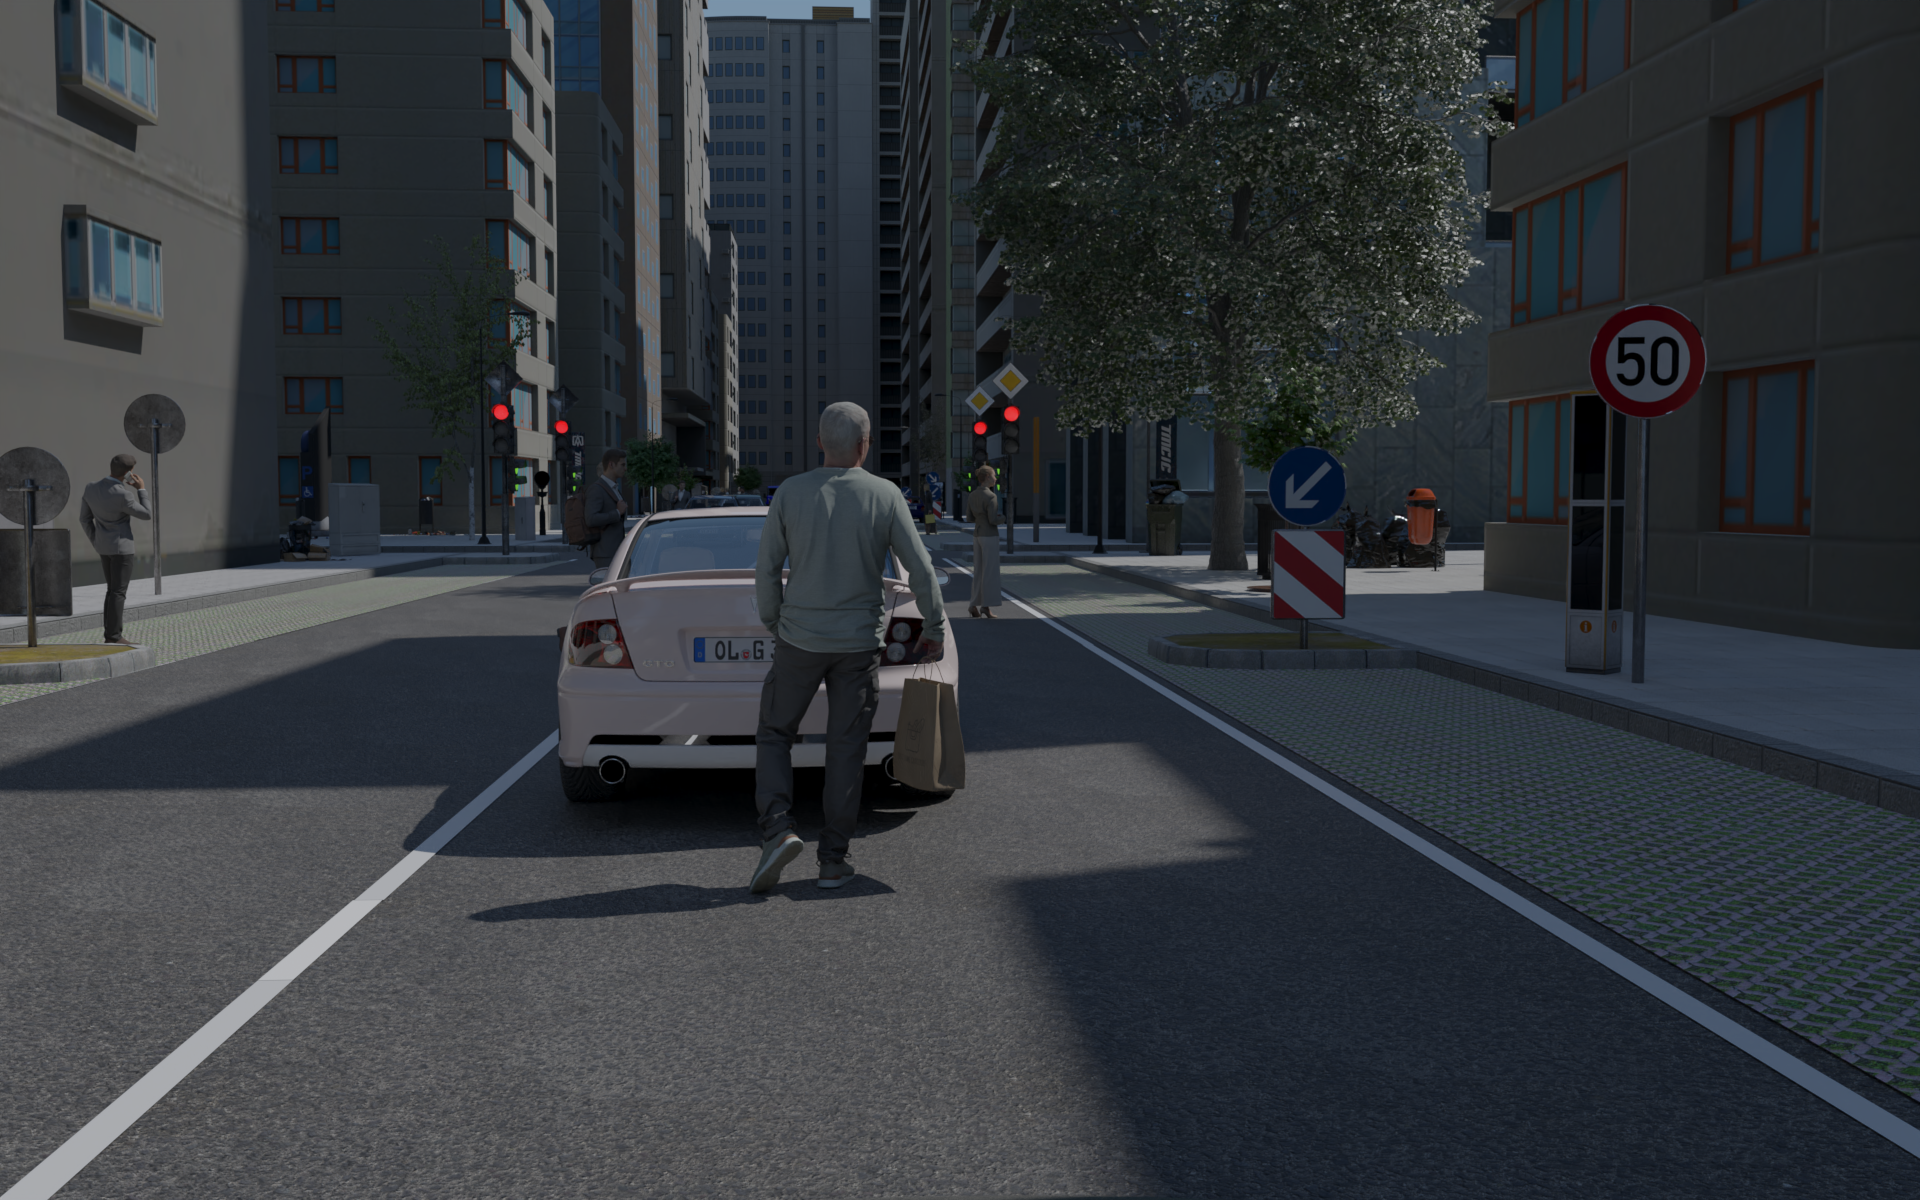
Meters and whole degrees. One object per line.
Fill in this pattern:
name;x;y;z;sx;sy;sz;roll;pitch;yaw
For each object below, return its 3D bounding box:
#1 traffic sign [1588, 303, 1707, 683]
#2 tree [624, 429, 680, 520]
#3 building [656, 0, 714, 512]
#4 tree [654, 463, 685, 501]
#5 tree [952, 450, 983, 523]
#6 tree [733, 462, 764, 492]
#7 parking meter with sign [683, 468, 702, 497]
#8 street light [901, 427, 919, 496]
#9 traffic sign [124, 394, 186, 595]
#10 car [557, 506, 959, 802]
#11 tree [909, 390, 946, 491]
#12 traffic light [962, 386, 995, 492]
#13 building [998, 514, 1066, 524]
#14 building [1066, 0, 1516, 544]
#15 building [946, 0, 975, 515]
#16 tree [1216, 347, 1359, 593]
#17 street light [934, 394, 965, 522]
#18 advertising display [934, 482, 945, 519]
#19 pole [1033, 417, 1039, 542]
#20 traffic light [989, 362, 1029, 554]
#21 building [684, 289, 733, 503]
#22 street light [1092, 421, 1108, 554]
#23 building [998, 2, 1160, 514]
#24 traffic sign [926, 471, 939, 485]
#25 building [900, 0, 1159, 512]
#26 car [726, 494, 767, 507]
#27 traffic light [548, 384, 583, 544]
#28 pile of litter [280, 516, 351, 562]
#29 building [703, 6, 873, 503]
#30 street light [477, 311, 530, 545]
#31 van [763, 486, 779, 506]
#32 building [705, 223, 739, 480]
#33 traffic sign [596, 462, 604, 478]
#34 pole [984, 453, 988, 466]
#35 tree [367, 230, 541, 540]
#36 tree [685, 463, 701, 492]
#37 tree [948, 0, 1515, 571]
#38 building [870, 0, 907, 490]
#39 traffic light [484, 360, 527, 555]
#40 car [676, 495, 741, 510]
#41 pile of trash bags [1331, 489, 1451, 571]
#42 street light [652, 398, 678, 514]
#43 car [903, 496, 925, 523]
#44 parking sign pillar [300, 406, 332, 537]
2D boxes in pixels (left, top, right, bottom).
traffic sign;4.606;-0.708;11.689;0.768;2.556;0.104;0;4;6
tree;-15.562;-6.318;87.021;4.285;4.588;4.351;0;3;0
building;-33.207;-33.131;130.928;28.713;52.752;27.495;0;4;-4
tree;-16.516;-6.261;96.964;1.663;3.219;1.824;0;3;0
tree;0.348;-5.030;76.834;1.663;3.219;1.824;0;3;0
tree;-21.788;-11.880;177.949;4.285;4.588;4.351;0;3;0
parking meter with sign;-17.866;-7.426;117.681;1.738;3.016;0.543;0;4;1
street light;-3.400;-8.999;119.669;1.470;5.913;1.316;0;4;-4
traffic sign;-10.217;-1.338;21.990;0.768;2.556;0.104;0;4;-3
car;-1.049;0.175;9.504;2.083;1.381;4.827;0;4;-5
tree;-1.863;-10.592;123.545;4.360;8.622;3.978;0;3;0
traffic light;0.486;-3.431;45.020;0.839;4.253;0.868;0;4;-4
building;12.162;-28.179;84.435;21.300;48.544;21.600;0;4;-4
building;19.126;-45.370;54.473;31.000;86.520;22.319;0;4;-4
building;6.016;-26.085;110.080;14.154;41.232;14.086;0;4;-4
tree;4.439;-1.723;22.767;1.663;3.219;1.824;0;3;0
street light;-0.496;-6.586;80.217;1.470;5.913;1.316;0;4;-4
advertising display;-1.061;-5.176;89.840;0.123;1.923;0.974;-2;4;-30
pole;2.027;-3.190;45.993;0.158;3.312;0.155;0;3;0
traffic light;1.056;-2.944;37.055;0.839;4.253;0.868;0;4;-4
building;-35.785;-19.258;159.913;27.650;21.520;28.899;0;4;-4
street light;2.477;-3.951;37.143;1.470;5.913;1.316;0;4;-4
building;7.796;-31.515;138.974;21.300;48.544;21.600;0;4;-4
traffic sign;-1.539;-5.963;97.599;0.768;2.556;0.104;0;4;-4
building;5.556;-32.827;160.429;21.300;48.544;21.600;0;4;-4
car;-6.846;-2.604;54.367;2.131;1.459;4.920;0;4;-6
traffic light;-10.097;-3.384;44.249;0.839;4.253;0.868;0;4;-4
pile of litter;-12.601;-1.177;33.207;1.719;0.858;1.176;0;4;-7
building;-24.990;-41.035;212.922;28.212;58.520;21.231;0;4;-4
street light;-11.598;-4.373;44.033;1.470;5.913;1.316;0;4;-4
van;-13.167;-7.447;126.144;2.240;2.365;5.245;0;4;-6
building;-30.990;-25.343;186.057;14.107;30.474;14.160;0;4;-4
traffic sign;-13.325;-3.989;65.324;0.768;2.556;0.104;0;4;-2
pole;1.292;-5.621;85.742;0.158;3.312;0.155;0;3;0
tree;-13.757;-5.956;47.738;4.737;8.622;4.395;0;3;0
tree;-17.071;-6.876;107.024;1.663;3.219;1.824;0;3;0
tree;4.443;-7.477;28.897;9.857;13.997;8.962;0;3;0
building;-0.629;-47.452;214.096;20.611;71.187;20.563;0;4;-4
traffic light;-9.527;-2.897;36.284;0.839;4.253;0.868;0;4;-4
car;-6.812;-2.190;47.804;2.014;1.417;4.499;0;4;-4
pile of trash bags;7.599;-1.247;30.147;1.912;1.369;3.447;0;4;-3
street light;-14.305;-6.799;83.709;1.470;5.913;1.316;0;4;-4
car;-2.583;-4.499;86.146;1.945;1.354;3.894;0;4;-4
parking sign pillar;-19.536;-3.920;52.562;1.447;3.967;1.447;0;4;3
